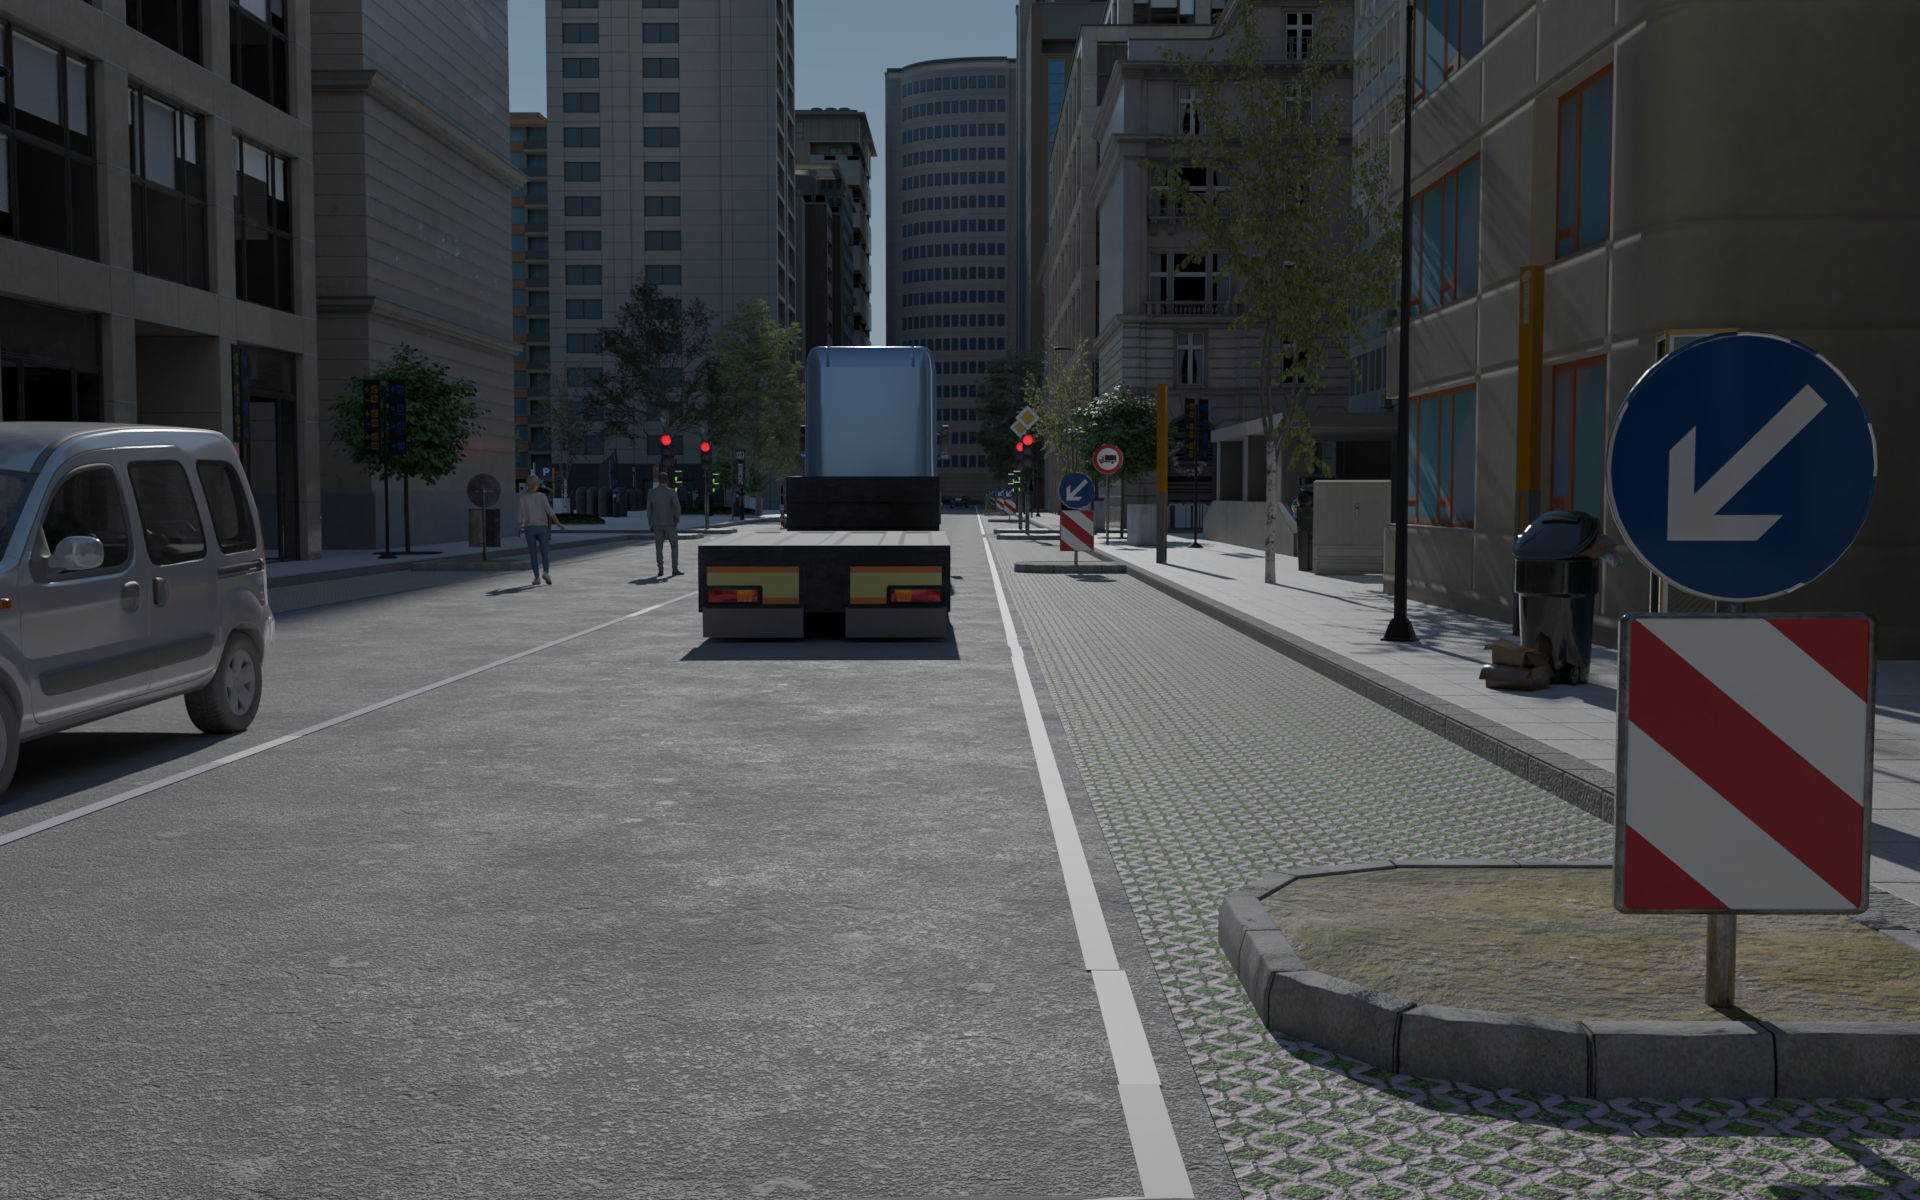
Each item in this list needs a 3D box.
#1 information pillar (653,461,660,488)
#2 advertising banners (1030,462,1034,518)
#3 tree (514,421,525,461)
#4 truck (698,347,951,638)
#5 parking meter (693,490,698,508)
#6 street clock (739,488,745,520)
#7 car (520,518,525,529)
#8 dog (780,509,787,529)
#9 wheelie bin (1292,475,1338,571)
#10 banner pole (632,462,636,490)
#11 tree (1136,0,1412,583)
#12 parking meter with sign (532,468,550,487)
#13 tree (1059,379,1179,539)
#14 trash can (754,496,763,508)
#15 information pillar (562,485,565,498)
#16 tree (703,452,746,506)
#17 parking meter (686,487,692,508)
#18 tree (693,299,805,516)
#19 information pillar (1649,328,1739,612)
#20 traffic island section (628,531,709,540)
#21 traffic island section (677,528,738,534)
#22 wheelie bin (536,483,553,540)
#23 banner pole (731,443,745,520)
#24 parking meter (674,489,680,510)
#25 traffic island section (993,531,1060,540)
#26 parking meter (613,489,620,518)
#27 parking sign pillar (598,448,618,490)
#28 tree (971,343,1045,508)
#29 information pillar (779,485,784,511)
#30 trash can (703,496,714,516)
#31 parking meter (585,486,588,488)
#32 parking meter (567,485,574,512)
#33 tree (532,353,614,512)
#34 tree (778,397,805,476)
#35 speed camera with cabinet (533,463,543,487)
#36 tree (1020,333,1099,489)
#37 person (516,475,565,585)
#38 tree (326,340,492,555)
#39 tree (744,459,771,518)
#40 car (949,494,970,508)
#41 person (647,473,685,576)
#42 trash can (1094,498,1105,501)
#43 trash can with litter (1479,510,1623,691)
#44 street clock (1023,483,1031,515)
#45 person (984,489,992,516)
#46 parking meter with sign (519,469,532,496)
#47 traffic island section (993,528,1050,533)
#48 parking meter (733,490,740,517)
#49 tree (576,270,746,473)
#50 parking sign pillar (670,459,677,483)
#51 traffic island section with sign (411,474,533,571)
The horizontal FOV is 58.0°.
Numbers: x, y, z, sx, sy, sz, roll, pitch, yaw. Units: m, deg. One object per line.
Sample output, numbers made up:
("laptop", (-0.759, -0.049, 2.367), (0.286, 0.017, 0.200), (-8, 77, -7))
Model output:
("information pillar", (-21.305, -7.973, 121.705), (0.504, 3.616, 0.183), (1, 4, 15))
("advertising banners", (3.940, -6.008, 94.412), (0.090, 3.025, 2.074), (0, 4, 6))
("tree", (-36.112, -11.256, 134.395), (4.737, 8.622, 4.395), (0, 3, 0))
("truck", (-1.503, -2.208, 25.859), (2.967, 4.110, 18.799), (0, 4, -1))
("parking meter", (-18.476, -6.885, 120.976), (0.372, 1.533, 0.369), (0, 3, 0))
("street clock", (-10.726, -4.933, 85.228), (0.358, 2.002, 0.471), (0, 4, 4))
("car", (-17.255, -2.892, 59.654), (4.827, 1.381, 2.083), (0, 4, 1))
("dog", (-7.134, -3.336, 71.380), (0.800, 0.831, 0.513), (-2, 4, -32))
("wheelie bin", (6.014, -1.291, 29.018), (0.980, 1.594, 0.693), (1, 4, 21))
("banner pole", (-25.132, -8.789, 133.710), (0.401, 3.779, 0.863), (1, 4, 13))
("tree", (4.706, -4.544, 24.665), (4.737, 8.622, 4.395), (0, 3, 0))
("parking meter with sign", (-27.637, -7.245, 114.709), (0.543, 3.016, 1.738), (-2, 4, -29))
("tree", (4.581, -4.042, 49.794), (4.285, 4.588, 4.351), (0, 3, 0))
("trash can", (-15.489, -7.434, 133.206), (0.748, 1.137, 0.748), (0, 3, 0))
("information pillar", (-30.372, -7.857, 132.956), (0.304, 2.012, 0.304), (0, 4, 4))
("tree", (-17.659, -8.945, 129.964), (4.285, 4.588, 4.351), (0, 3, 0))
("parking meter", (-20.931, -7.835, 133.805), (0.399, 1.863, 0.255), (-1, 4, -12))
("tree", (-12.089, -11.208, 101.377), (7.486, 12.596, 7.792), (0, 3, 0))
("information pillar", (3.323, -0.207, 7.877), (0.304, 2.012, 0.304), (1, 4, 13))
("traffic island section", (-9.281, -2.005, 55.068), (2.009, 0.180, 2.903), (0, 4, 0))
("traffic island section", (-9.224, -2.494, 63.052), (2.009, 0.180, 2.903), (0, 4, 0))
("wheelie bin", (-11.660, -2.462, 48.156), (0.693, 1.594, 0.980), (-1, 4, -18))
("banner pole", (-10.856, -5.774, 84.420), (0.863, 3.779, 0.401), (-1, 4, -11))
("parking meter", (-14.967, -5.067, 91.259), (0.372, 1.533, 0.369), (0, 3, 0))
("traffic island section", (2.160, -2.000, 54.982), (2.009, 0.180, 2.903), (0, 4, 0))
("parking meter", (-18.720, -5.256, 94.351), (0.372, 1.533, 0.369), (0, 3, 0))
("parking sign pillar", (-20.162, -6.878, 100.921), (1.447, 3.967, 1.447), (-1, 4, -15))
("tree", (5.549, -14.562, 144.742), (9.857, 13.997, 8.962), (0, 3, 0))
("information pillar", (-13.834, -7.938, 134.273), (0.304, 2.012, 0.304), (-1, 4, -21))
("trash can", (-14.473, -5.387, 99.730), (0.748, 1.137, 0.748), (0, 3, 0))
("parking meter", (-28.746, -7.797, 133.186), (0.255, 1.863, 0.399), (-1, 4, -16))
("parking meter", (-23.897, -6.150, 106.263), (0.255, 1.863, 0.399), (1, 4, 14))
("tree", (-20.546, -8.589, 90.800), (4.360, 8.622, 3.978), (0, 3, 0))
("tree", (-11.522, -10.781, 126.630), (4.737, 8.622, 4.395), (0, 3, 0))
("speed camera with cabinet", (-26.195, -6.962, 108.169), (0.660, 3.252, 2.038), (-2, 4, -29))
("tree", (4.856, -7.832, 78.407), (4.360, 8.622, 3.978), (0, 3, 0))
("person", (-6.626, -1.118, 27.451), (0.731, 1.740, 0.598), (-2, 4, -24))
("tree", (-11.780, -3.265, 37.095), (4.285, 4.588, 4.351), (0, 3, 0))
("tree", (-11.355, -6.098, 94.298), (1.663, 3.219, 1.824), (0, 3, 0))
("car", (-0.077, -10.027, 175.736), (2.131, 1.459, 4.920), (0, 4, 2))
("person", (-5.199, -1.340, 30.509), (0.635, 1.810, 0.391), (0, 4, -1))
("trash can", (4.964, -3.177, 63.597), (0.748, 1.137, 0.748), (0, 3, 0))
("trash can with litter", (3.938, -0.012, 11.581), (0.624, 1.170, 1.055), (3, 5, 42))
("street clock", (4.073, -6.358, 108.519), (0.358, 2.002, 0.471), (1, 4, 11))
("person", (1.825, -6.398, 113.349), (0.529, 1.795, 0.600), (0, 4, -7))
("parking meter with sign", (-30.615, -7.681, 121.842), (1.738, 3.016, 0.543), (2, 4, 34))
("traffic island section", (2.217, -2.488, 62.967), (2.009, 0.180, 2.903), (0, 4, 0))
("parking meter", (-12.636, -5.465, 97.762), (0.372, 1.533, 0.369), (0, 3, 0))
("tree", (-12.643, -8.478, 73.029), (7.601, 10.594, 8.767), (-1, 4, -15))
("parking sign pillar", (-21.974, -8.758, 131.669), (1.447, 3.967, 1.447), (1, 4, 15))
("traffic island section with sign", (-9.114, -1.479, 32.811), (1.989, 1.847, 2.006), (0, 4, 0))
